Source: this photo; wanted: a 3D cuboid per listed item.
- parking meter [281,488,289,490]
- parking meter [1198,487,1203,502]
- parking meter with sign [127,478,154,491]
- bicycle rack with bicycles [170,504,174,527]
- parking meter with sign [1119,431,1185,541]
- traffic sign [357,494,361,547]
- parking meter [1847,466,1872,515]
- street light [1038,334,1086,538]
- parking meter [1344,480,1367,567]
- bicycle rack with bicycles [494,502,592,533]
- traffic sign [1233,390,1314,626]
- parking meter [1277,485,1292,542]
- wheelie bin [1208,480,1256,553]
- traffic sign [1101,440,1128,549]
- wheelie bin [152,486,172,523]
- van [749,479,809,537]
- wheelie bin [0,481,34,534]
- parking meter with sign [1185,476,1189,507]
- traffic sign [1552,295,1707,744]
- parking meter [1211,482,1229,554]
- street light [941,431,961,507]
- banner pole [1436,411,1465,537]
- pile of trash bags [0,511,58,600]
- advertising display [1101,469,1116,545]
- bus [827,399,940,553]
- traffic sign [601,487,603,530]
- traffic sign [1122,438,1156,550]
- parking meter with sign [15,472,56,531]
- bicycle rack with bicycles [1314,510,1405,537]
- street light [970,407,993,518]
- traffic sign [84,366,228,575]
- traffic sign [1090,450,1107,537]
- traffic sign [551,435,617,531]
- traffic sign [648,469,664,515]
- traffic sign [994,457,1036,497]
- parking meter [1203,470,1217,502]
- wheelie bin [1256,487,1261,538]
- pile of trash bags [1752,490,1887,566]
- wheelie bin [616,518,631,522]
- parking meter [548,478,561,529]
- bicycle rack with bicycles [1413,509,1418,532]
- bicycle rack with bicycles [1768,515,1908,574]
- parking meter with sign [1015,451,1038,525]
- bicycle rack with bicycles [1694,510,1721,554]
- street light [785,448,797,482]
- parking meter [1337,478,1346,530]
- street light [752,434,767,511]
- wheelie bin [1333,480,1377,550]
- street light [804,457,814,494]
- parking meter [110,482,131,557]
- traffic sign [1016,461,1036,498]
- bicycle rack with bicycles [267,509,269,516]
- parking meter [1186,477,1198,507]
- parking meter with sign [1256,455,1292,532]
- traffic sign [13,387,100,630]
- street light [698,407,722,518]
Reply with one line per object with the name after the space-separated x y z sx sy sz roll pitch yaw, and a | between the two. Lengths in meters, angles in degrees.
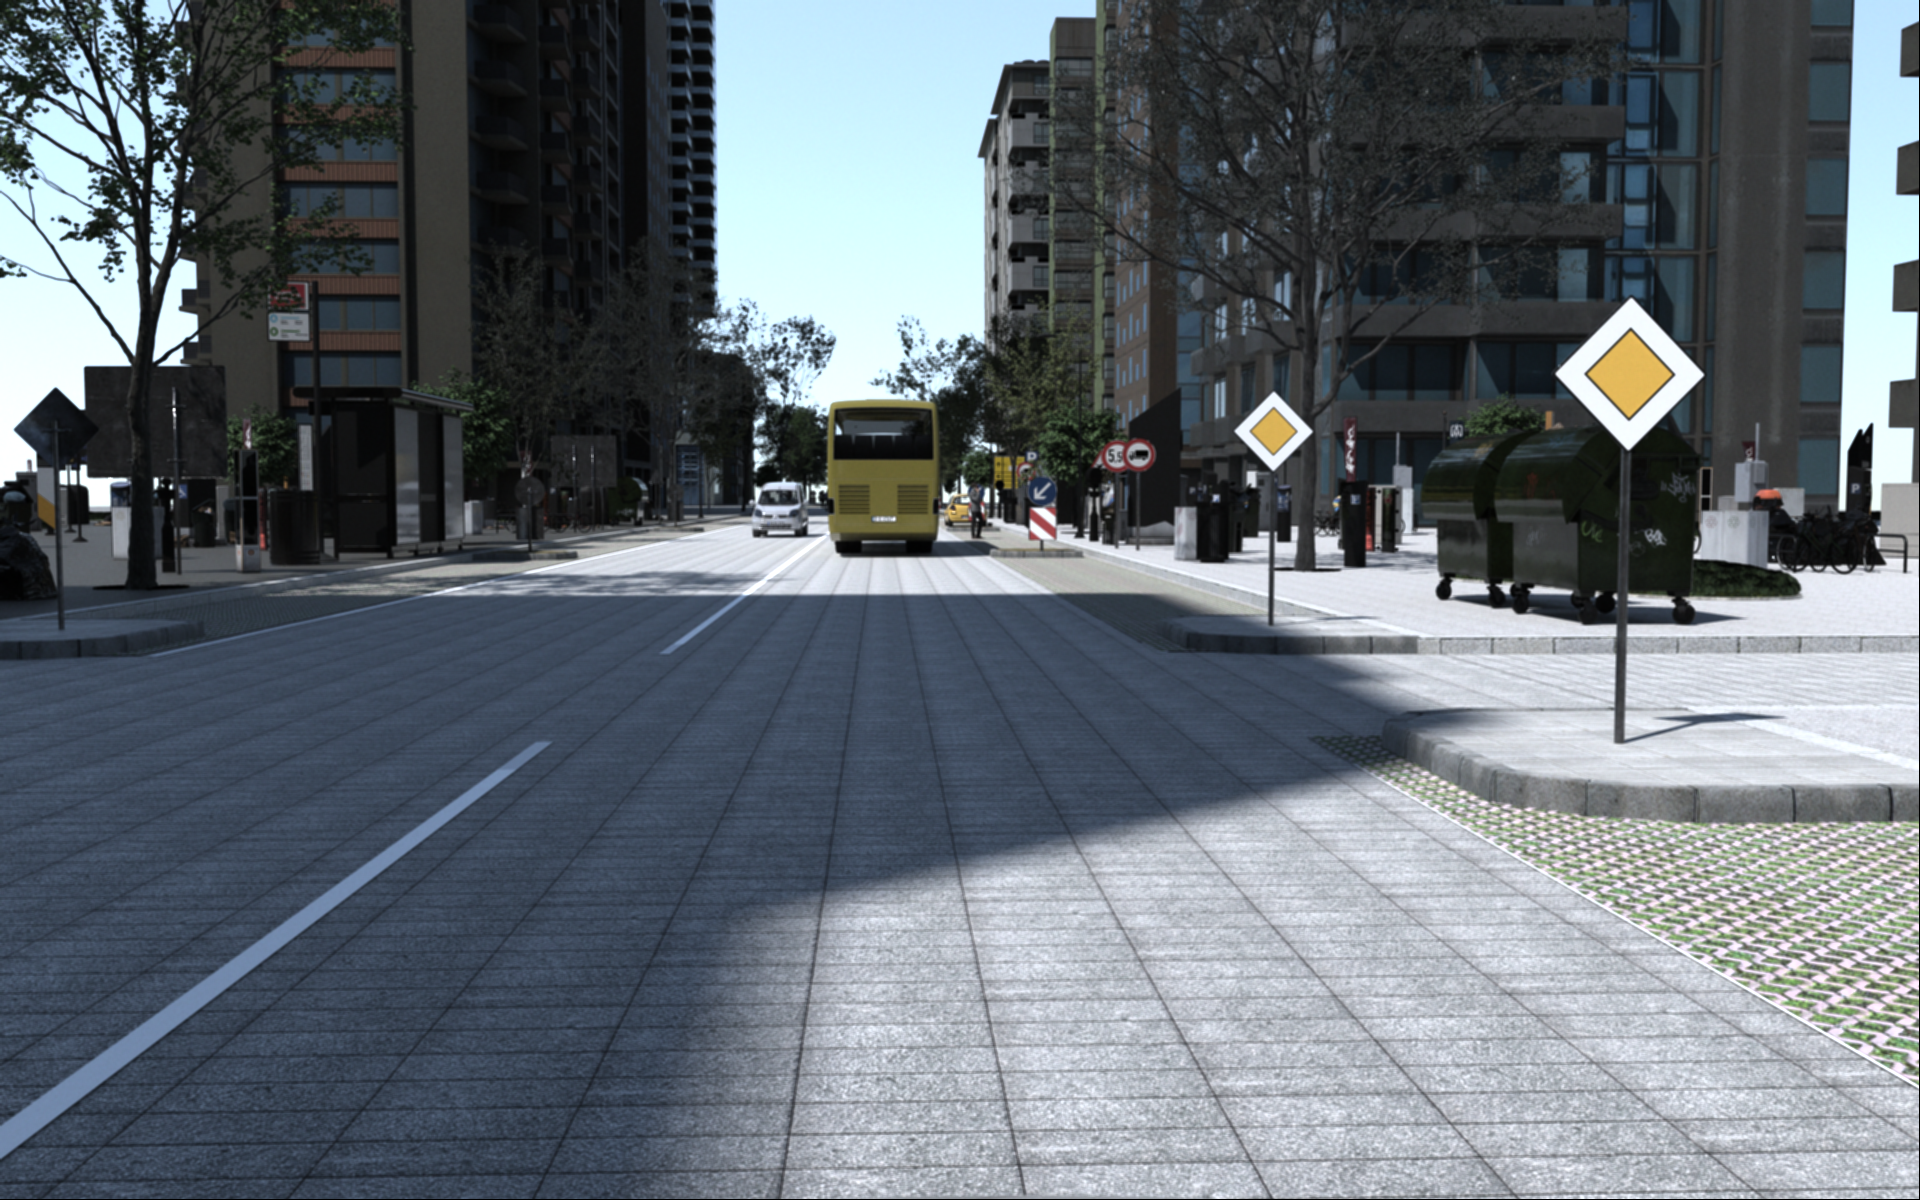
-27.617 -3.825 70.955 0.372 1.533 0.369 0 3 0 | parking meter
8.530 -3.275 61.955 0.372 1.533 0.369 0 3 0 | parking meter
-36.959 -4.980 77.689 0.543 3.016 1.738 2 4 33 | parking meter with sign
-29.072 -3.161 65.071 2.925 0.926 2.852 -3 5 -44 | bicycle rack with bicycles
5.198 -3.140 47.603 1.738 3.016 0.543 -1 4 -13 | parking meter with sign
-14.116 -2.479 40.635 0.768 2.556 0.104 0 4 1 | traffic sign
18.840 -1.870 36.287 0.255 1.863 0.399 -2 4 -30 | parking meter
2.944 -4.755 50.280 1.470 5.913 1.316 0 4 -3 | street light
6.962 -1.350 30.489 0.372 1.533 0.369 0 3 0 | parking meter
-13.990 -2.673 57.087 2.925 0.926 2.852 2 4 32 | bicycle rack with bicycles
3.031 -0.807 16.830 0.795 2.450 0.064 0 4 -3 | traffic sign
8.658 -2.314 46.248 0.372 1.533 0.369 0 3 0 | parking meter
5.881 -1.835 37.917 0.693 1.594 0.980 3 4 37 | wheelie bin
3.698 -2.486 40.759 0.768 2.556 0.104 0 4 6 | traffic sign
-32.120 -3.774 69.609 0.693 1.594 0.980 -3 5 -45 | wheelie bin
-6.090 -3.168 58.800 2.013 2.044 4.112 0 4 -1 | van
-22.642 -2.051 41.440 0.980 1.594 0.693 2 4 32 | wheelie bin
8.638 -4.386 67.974 0.543 3.016 1.738 3 5 43 | parking meter with sign
3.391 -0.319 8.853 0.795 2.450 0.064 0 4 -3 | traffic sign
5.457 -1.709 36.353 0.372 1.533 0.369 0 3 0 | parking meter
-0.528 -9.467 127.322 1.470 5.913 1.316 0 4 -3 | street light
14.753 -3.794 52.042 0.863 3.779 0.401 3 5 41 | banner pole
-12.343 -0.626 19.986 1.912 1.369 3.447 1 4 16 | pile of trash bags
3.773 -2.351 43.647 0.123 1.923 0.974 -1 4 -15 | advertising display
-1.979 -3.265 44.933 2.896 3.916 12.252 0 4 -2 | bus
-12.814 -3.665 62.045 0.606 2.300 0.079 0 4 5 | traffic sign
4.049 -2.400 39.349 0.768 2.556 0.104 0 4 -2 | traffic sign
-32.045 -3.872 59.574 1.738 3.016 0.543 -1 4 -14 | parking meter with sign
11.621 -2.387 52.405 2.925 0.926 2.852 3 5 39 | bicycle rack with bicycles
1.082 -7.283 91.614 1.470 5.913 1.316 0 4 -3 | street light
-12.763 -2.058 27.515 2.265 3.308 0.079 0 4 1 | traffic sign
4.181 -3.153 51.556 0.884 2.594 0.081 0 4 0 | traffic sign
-12.964 -4.025 59.677 2.265 3.308 0.079 0 4 2 | traffic sign
-15.757 -5.490 89.771 0.884 2.594 0.081 0 4 5 | traffic sign
2.922 -6.029 92.448 2.265 3.308 0.079 0 3 0 | traffic sign
6.093 -2.233 42.226 0.255 1.863 0.399 -1 4 -13 | parking meter
8.566 -2.650 51.229 0.693 1.594 0.980 0 4 7 | wheelie bin
15.790 -1.395 32.561 1.912 1.369 3.447 0 4 0 | pile of trash bags
-15.409 -4.378 79.485 0.693 1.594 0.980 2 4 31 | wheelie bin
-14.815 -3.524 63.327 0.399 1.863 0.255 1 4 10 | parking meter
14.449 -2.831 59.666 2.852 0.926 2.925 0 4 7 | bicycle rack with bicycles
14.356 -0.946 28.843 2.852 0.926 2.925 0 4 3 | bicycle rack with bicycles
2.692 -4.597 71.416 0.543 3.016 1.738 -1 4 -15 | parking meter with sign
16.295 -1.523 38.286 2.852 0.926 2.925 1 4 19 | bicycle rack with bicycles
-17.150 -12.434 175.841 1.470 5.913 1.316 0 4 -3 | street light
13.650 -3.421 61.638 0.399 1.863 0.255 2 4 31 | parking meter
-15.358 -9.858 133.715 1.470 5.913 1.316 0 4 -3 | street light
9.118 -1.961 39.978 0.980 1.594 0.693 0 4 7 | wheelie bin
-19.001 -14.984 217.527 1.470 5.913 1.316 0 4 -3 | street light
-17.076 -1.642 35.261 0.372 1.533 0.369 0 3 0 | parking meter
2.585 -4.136 67.729 0.768 2.556 0.104 0 4 3 | traffic sign
-29.247 -3.880 76.816 2.852 0.926 2.925 2 4 32 | bicycle rack with bicycles
7.725 -3.182 57.730 0.399 1.863 0.255 0 4 5 | parking meter
10.495 -3.848 59.177 0.543 3.016 1.738 -3 4 -36 | parking meter with sign
-8.502 -0.776 16.332 0.795 2.450 0.064 0 4 -3 | traffic sign
-13.370 -7.355 92.800 1.470 5.913 1.316 0 4 -3 | street light
